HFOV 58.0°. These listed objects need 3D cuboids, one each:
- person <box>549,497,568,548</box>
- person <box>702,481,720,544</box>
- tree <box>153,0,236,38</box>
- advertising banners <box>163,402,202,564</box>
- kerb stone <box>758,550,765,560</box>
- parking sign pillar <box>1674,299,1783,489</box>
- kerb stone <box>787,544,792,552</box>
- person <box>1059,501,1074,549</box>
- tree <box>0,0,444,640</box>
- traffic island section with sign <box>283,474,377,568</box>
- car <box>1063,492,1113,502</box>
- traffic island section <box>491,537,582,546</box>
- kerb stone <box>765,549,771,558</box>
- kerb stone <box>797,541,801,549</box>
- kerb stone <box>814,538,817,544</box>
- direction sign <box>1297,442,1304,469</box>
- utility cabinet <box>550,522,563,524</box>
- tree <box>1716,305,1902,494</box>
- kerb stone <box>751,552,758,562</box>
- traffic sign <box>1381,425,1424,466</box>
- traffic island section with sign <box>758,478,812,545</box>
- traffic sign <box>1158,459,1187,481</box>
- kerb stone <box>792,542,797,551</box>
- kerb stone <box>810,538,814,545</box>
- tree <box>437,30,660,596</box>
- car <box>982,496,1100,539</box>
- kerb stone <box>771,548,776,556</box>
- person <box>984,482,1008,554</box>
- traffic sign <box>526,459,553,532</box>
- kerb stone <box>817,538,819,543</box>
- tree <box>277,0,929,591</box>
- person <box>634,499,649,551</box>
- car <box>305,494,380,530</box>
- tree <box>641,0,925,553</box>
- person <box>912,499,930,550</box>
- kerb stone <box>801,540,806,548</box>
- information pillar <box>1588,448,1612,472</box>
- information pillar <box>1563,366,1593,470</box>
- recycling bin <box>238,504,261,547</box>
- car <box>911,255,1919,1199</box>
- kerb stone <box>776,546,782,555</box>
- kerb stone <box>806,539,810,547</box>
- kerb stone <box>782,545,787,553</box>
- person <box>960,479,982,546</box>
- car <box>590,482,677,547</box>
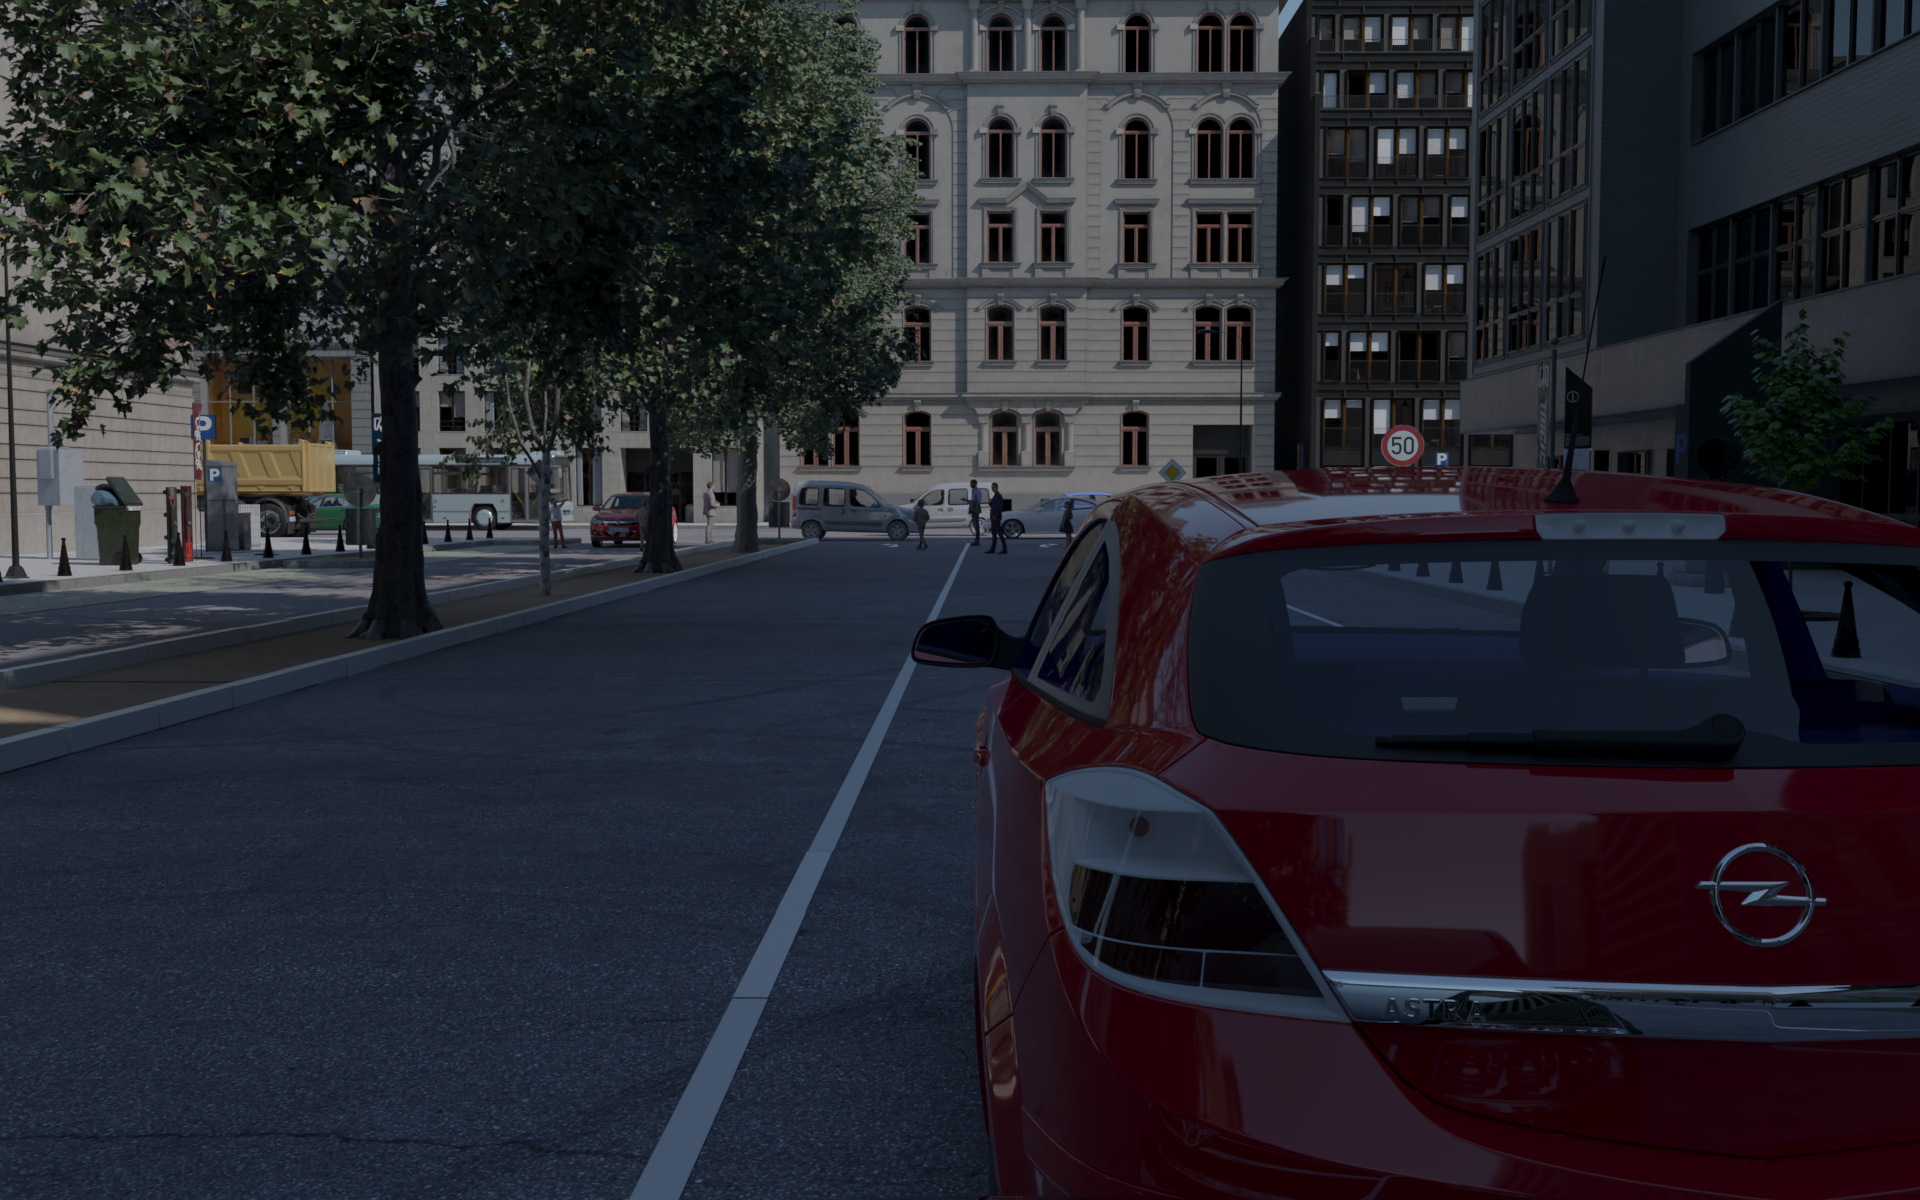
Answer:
[{"bbox_3d":[-10.627,-2.042,45.794,0.435,1.345,0.340,-2,4,-25],"label":"person"},{"bbox_3d":[-7.091,-2.509,49.717,0.583,1.804,0.606,-2,4,-35],"label":"person"},{"bbox_3d":[-6.106,-5.711,6.198,12.009,13.543,11.850,0,3,0],"label":"tree"},{"bbox_3d":[-14.567,-2.224,32.557,0.090,3.025,2.074,0,4,-5],"label":"advertising banners"},{"bbox_3d":[-4.438,-0.950,37.727,0.120,0.150,1.000,0,4,1],"label":"kerb stone"},{"bbox_3d":[10.711,-2.186,24.210,1.447,3.967,1.447,0,4,-3],"label":"parking sign pillar"},{"bbox_3d":[-4.335,-1.259,42.870,0.120,0.150,1.000,0,4,1],"label":"kerb stone"},{"bbox_3d":[2.766,-1.954,45.122,0.373,1.253,0.362,2,4,35],"label":"person"},{"bbox_3d":[-5.602,-5.972,17.105,9.611,12.733,9.660,0,3,0],"label":"tree"},{"bbox_3d":[-11.963,-1.556,34.073,1.989,1.847,2.006,0,4,1],"label":"traffic island section with sign"},{"bbox_3d":[5.307,-3.368,64.664,3.694,1.707,1.945,0,4,2],"label":"car"},{"bbox_3d":[-12.008,-1.661,49.445,2.009,0.180,2.903,0,4,1],"label":"traffic island section"},{"bbox_3d":[-4.404,-1.013,38.765,0.120,0.150,1.000,0,4,1],"label":"kerb stone"},{"bbox_3d":[-4.299,-1.390,44.924,0.120,0.150,1.000,0,4,1],"label":"kerb stone"},{"bbox_3d":[-4.219,-1.641,49.022,0.120,0.150,1.000,0,4,1],"label":"kerb stone"},{"bbox_3d":[15.006,-5.165,76.450,0.379,3.537,0.876,0,4,-6],"label":"direction sign"},{"bbox_3d":[-17.396,-4.016,74.347,0.318,1.500,1.173,0,4,8],"label":"utility cabinet"},{"bbox_3d":[8.717,-1.419,17.799,1.663,3.219,1.824,0,3,0],"label":"tree"},{"bbox_3d":[-4.453,-0.884,36.703,0.120,0.150,1.000,0,4,1],"label":"kerb stone"},{"bbox_3d":[8.131,-1.943,31.876,0.768,2.556,0.104,1,4,10],"label":"traffic sign"},{"bbox_3d":[-5.255,-2.533,49.555,2.006,1.907,1.989,0,4,1],"label":"traffic island section with sign"},{"bbox_3d":[6.006,-2.776,49.031,0.795,2.450,0.064,0,4,1],"label":"traffic sign"},{"bbox_3d":[-4.314,-1.327,43.894,0.120,0.150,1.000,0,4,1],"label":"kerb stone"},{"bbox_3d":[-4.239,-1.578,47.998,0.120,0.150,1.000,0,4,1],"label":"kerb stone"},{"bbox_3d":[-5.835,-4.372,24.308,4.360,8.622,3.978,0,3,0],"label":"tree"},{"bbox_3d":[3.135,-2.670,56.023,4.827,1.381,2.083,0,4,0],"label":"car"},{"bbox_3d":[-4.399,-1.076,39.794,0.120,0.150,1.000,0,4,1],"label":"kerb stone"},{"bbox_3d":[0.861,-1.961,41.478,0.530,1.710,0.541,0,4,-5],"label":"person"},{"bbox_3d":[-11.984,-2.798,49.383,0.795,2.450,0.064,0,4,1],"label":"traffic sign"},{"bbox_3d":[-4.195,-1.703,50.048,0.120,0.150,1.000,0,4,1],"label":"kerb stone"},{"bbox_3d":[-5.455,-6.837,31.250,9.611,12.733,9.660,0,3,0],"label":"tree"},{"bbox_3d":[-7.983,-1.894,43.735,0.475,1.303,0.640,0,4,-1],"label":"person"},{"bbox_3d":[-22.680,-3.052,61.701,4.920,1.459,2.131,0,4,-1],"label":"car"},{"bbox_3d":[-5.242,-8.127,41.983,9.857,13.997,8.962,0,3,0],"label":"tree"},{"bbox_3d":[-1.002,-1.925,44.244,0.475,1.303,0.640,-3,4,-37],"label":"person"},{"bbox_3d":[-4.278,-1.452,45.949,0.120,0.150,1.000,0,4,1],"label":"kerb stone"},{"bbox_3d":[10.232,-1.422,27.746,0.304,2.012,0.304,1,4,10],"label":"information pillar"},{"bbox_3d":[11.282,-2.467,31.697,0.504,3.616,0.183,2,4,27],"label":"information pillar"},{"bbox_3d":[-17.426,-1.792,41.848,0.722,1.027,0.722,1,4,17],"label":"recycling bin"},{"bbox_3d":[0.941,0.302,4.097,2.155,1.783,4.494,0,4,1],"label":"car"},{"bbox_3d":[-4.372,-1.139,40.820,0.120,0.150,1.000,0,4,1],"label":"kerb stone"},{"bbox_3d":[-4.259,-1.515,46.973,0.120,0.150,1.000,0,4,1],"label":"kerb stone"},{"bbox_3d":[-4.350,-1.202,41.846,0.120,0.150,1.000,0,4,1],"label":"kerb stone"},{"bbox_3d":[0.304,-2.420,47.934,0.599,1.838,0.709,-1,4,-10],"label":"person"},{"bbox_3d":[-9.019,-2.385,48.034,2.155,1.783,4.494,0,4,1],"label":"car"}]
